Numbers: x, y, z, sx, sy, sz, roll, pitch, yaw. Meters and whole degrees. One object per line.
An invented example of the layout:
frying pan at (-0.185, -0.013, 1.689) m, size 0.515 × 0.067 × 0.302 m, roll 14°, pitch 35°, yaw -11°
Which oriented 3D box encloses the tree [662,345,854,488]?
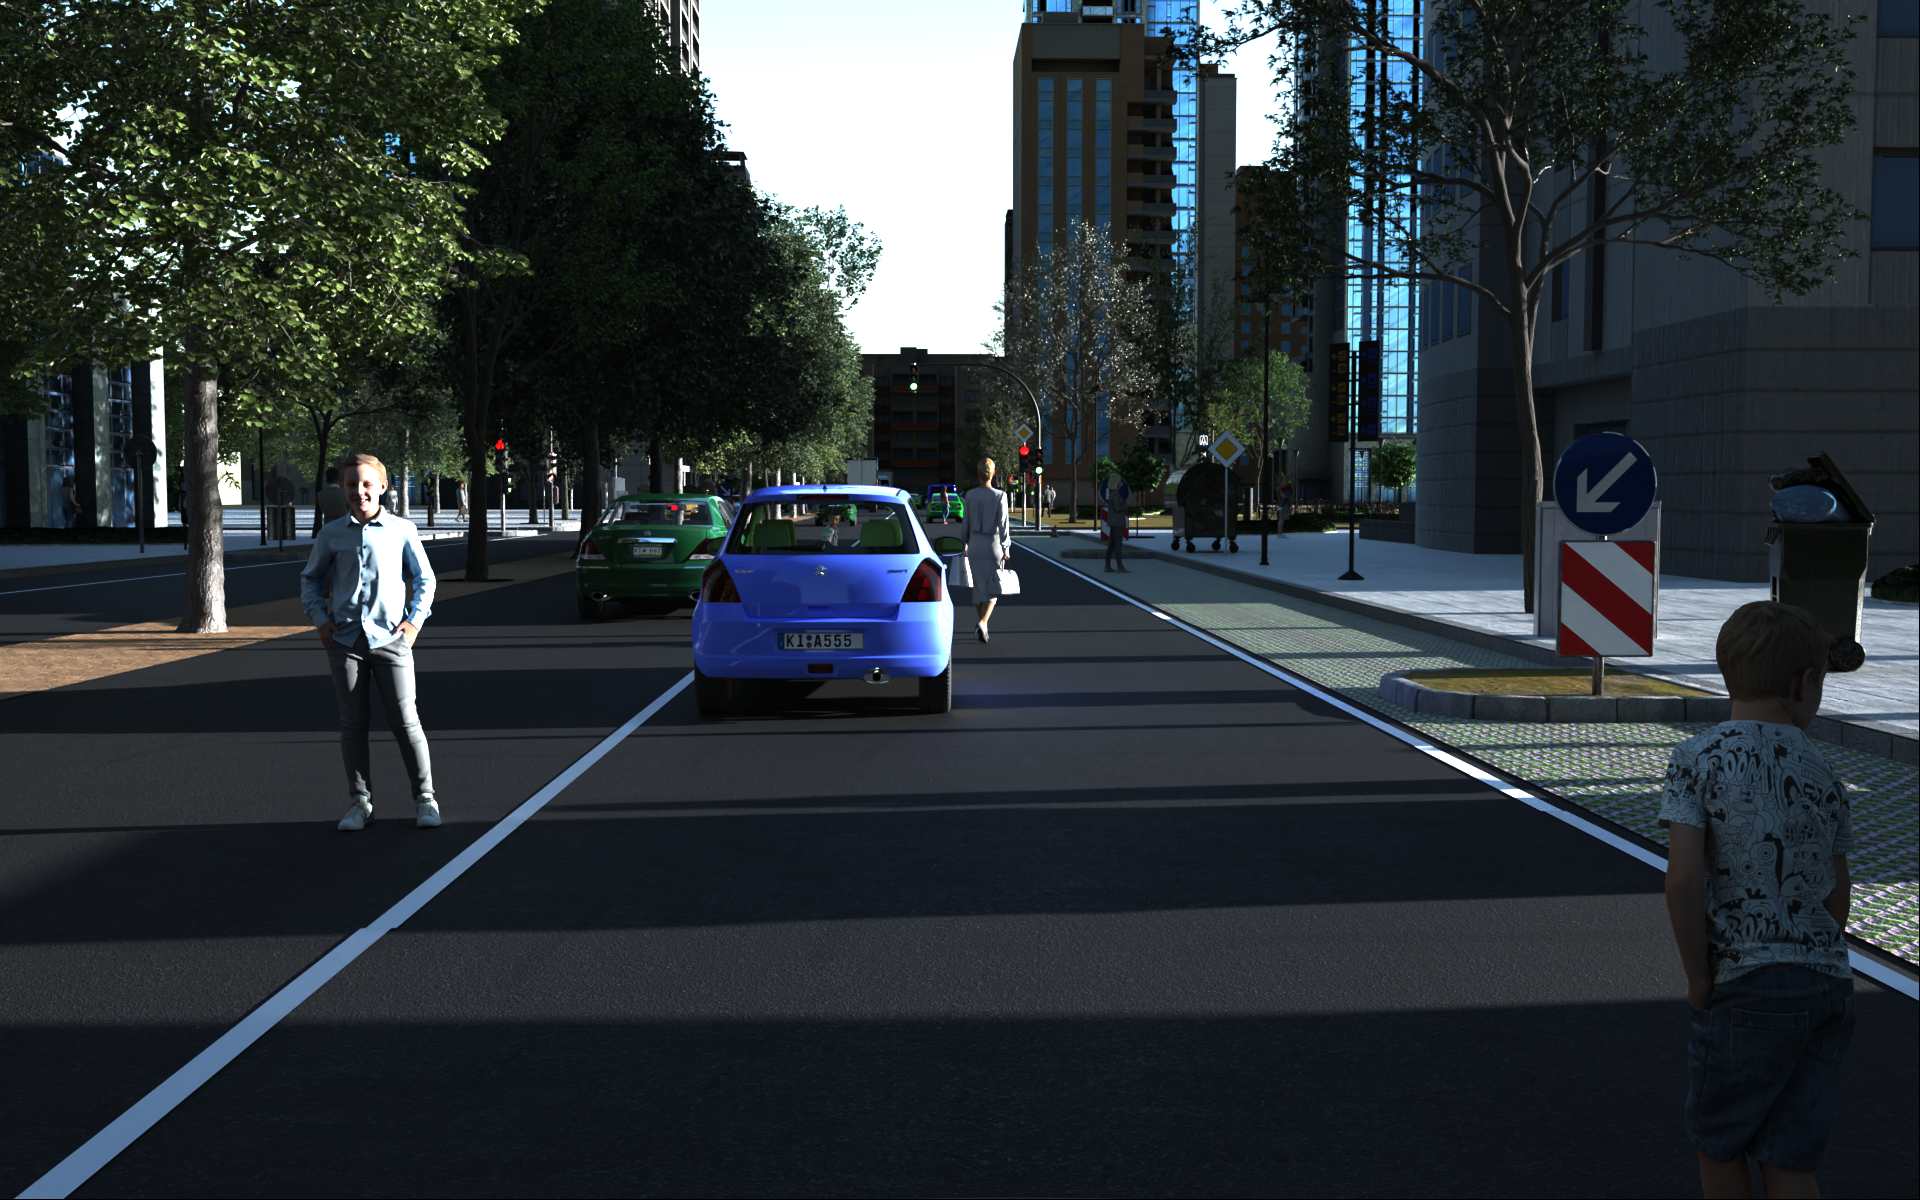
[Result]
tree at (-9.219, -8.950, 83.208) m, size 8.767 × 10.594 × 7.601 m, roll 0°, pitch 4°, yaw -1°

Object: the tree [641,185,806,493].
tree at (-9.261, -8.295, 56.214) m, size 7.486 × 12.596 × 7.792 m, roll 0°, pitch 3°, yaw 0°

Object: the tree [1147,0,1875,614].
tree at (5.993, -5.150, 18.608) m, size 7.601 × 10.594 × 8.767 m, roll 3°, pitch 5°, yaw 39°

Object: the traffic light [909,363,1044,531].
traffic light at (0.614, -5.239, 60.328) m, size 4.771 × 5.953 × 1.251 m, roll 0°, pitch 4°, yaw -1°

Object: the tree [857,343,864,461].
tree at (-9.913, -11.211, 92.417) m, size 9.857 × 13.997 × 8.962 m, roll 0°, pitch 3°, yaw 0°

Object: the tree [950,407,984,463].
tree at (3.395, -12.214, 134.113) m, size 8.767 × 10.594 × 7.601 m, roll 0°, pitch 4°, yaw -1°

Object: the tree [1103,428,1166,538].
tree at (5.274, -3.413, 50.407) m, size 1.663 × 3.219 × 1.824 m, roll 0°, pitch 3°, yaw 0°

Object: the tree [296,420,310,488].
tree at (-43.562, -10.355, 119.667) m, size 4.360 × 8.622 × 3.978 m, roll 0°, pitch 3°, yaw 0°

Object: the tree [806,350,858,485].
tree at (-10.635, -11.911, 115.328) m, size 7.486 × 12.596 × 7.792 m, roll 0°, pitch 3°, yaw 0°

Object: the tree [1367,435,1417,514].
tree at (24.178, -6.895, 96.450) m, size 4.285 × 4.588 × 4.351 m, roll 0°, pitch 3°, yaw 0°

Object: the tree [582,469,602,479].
tree at (-27.033, -10.725, 125.716) m, size 4.737 × 8.622 × 4.395 m, roll 0°, pitch 3°, yaw 0°

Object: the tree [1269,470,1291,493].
tree at (25.868, -8.837, 139.092) m, size 1.663 × 3.219 × 1.824 m, roll 0°, pitch 3°, yaw 0°

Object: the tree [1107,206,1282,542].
tree at (5.808, -5.774, 44.762) m, size 4.360 × 8.622 × 3.978 m, roll 0°, pitch 3°, yaw 0°

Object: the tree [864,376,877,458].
tree at (-10.418, -13.183, 124.647) m, size 9.857 × 13.997 × 8.962 m, roll 0°, pitch 3°, yaw 0°

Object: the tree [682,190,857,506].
tree at (-9.168, -10.051, 73.448) m, size 9.857 × 13.997 × 8.962 m, roll 0°, pitch 3°, yaw 0°

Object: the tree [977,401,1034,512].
tree at (3.616, -10.804, 127.007) m, size 4.360 × 8.622 × 3.978 m, roll 0°, pitch 3°, yaw 0°

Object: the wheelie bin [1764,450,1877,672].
wheelie bin at (6.296, -0.296, 12.743) m, size 0.693 × 1.594 × 0.980 m, roll 1°, pitch 4°, yaw 17°

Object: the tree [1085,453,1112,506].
tree at (11.462, -9.437, 138.008) m, size 4.285 × 4.588 × 4.351 m, roll 0°, pitch 3°, yaw 0°

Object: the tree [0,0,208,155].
tree at (-7.707, -4.496, 10.387) m, size 8.767 × 10.594 × 7.601 m, roll 0°, pitch 4°, yaw -1°

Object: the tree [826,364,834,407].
tree at (-8.386, -7.837, 47.597) m, size 9.611 × 12.733 × 9.660 m, roll 0°, pitch 3°, yaw 0°

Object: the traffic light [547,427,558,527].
traffic light at (-13.960, -5.716, 68.118) m, size 4.771 × 5.953 × 1.251 m, roll 0°, pitch 4°, yaw -1°

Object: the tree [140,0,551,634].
tree at (-7.926, -5.955, 17.952) m, size 7.486 × 12.596 × 7.792 m, roll 0°, pitch 3°, yaw 0°

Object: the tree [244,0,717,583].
tree at (-7.753, -6.087, 27.737) m, size 9.928 × 11.665 × 9.643 m, roll 0°, pitch 3°, yaw 0°

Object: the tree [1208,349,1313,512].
tree at (21.311, -12.069, 123.087) m, size 9.928 × 11.665 × 9.643 m, roll 0°, pitch 3°, yaw 0°

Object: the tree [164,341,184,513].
tree at (-67.090, -14.269, 135.124) m, size 18.604 × 14.587 × 13.155 m, roll 0°, pitch 4°, yaw -5°

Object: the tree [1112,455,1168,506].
tree at (13.974, -8.996, 130.793) m, size 4.285 × 4.588 × 4.351 m, roll 0°, pitch 3°, yaw 0°

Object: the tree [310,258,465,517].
tree at (-30.746, -11.535, 95.245) m, size 9.857 × 13.997 × 8.962 m, roll 0°, pitch 3°, yaw 0°

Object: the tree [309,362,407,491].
tree at (-28.155, -8.091, 82.650) m, size 4.360 × 8.622 × 3.978 m, roll 0°, pitch 3°, yaw 0°

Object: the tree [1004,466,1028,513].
tree at (3.866, -7.568, 118.331) m, size 1.663 × 3.219 × 1.824 m, roll 0°, pitch 3°, yaw 0°

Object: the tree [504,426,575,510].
tree at (-23.444, -8.823, 94.611) m, size 4.360 × 8.622 × 3.978 m, roll 0°, pitch 3°, yaw 0°

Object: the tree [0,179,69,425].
tree at (-21.792, -5.342, 37.699) m, size 4.360 × 8.622 × 3.978 m, roll 0°, pitch 3°, yaw 0°

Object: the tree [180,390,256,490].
tree at (-41.269, -8.938, 96.495) m, size 4.737 × 8.622 × 4.395 m, roll 0°, pitch 3°, yaw 0°

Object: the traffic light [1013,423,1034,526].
traffic light at (2.506, -4.867, 68.503) m, size 0.839 × 4.253 × 0.868 m, roll 0°, pitch 4°, yaw -1°

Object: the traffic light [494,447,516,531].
traffic light at (-15.853, -4.350, 60.049) m, size 0.839 × 4.253 × 0.868 m, roll 0°, pitch 4°, yaw -1°

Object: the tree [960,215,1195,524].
tree at (5.058, -10.098, 75.465) m, size 12.009 × 13.543 × 11.850 m, roll 0°, pitch 3°, yaw 0°

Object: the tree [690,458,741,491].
tree at (-20.476, -11.760, 142.643) m, size 4.737 × 8.622 × 4.395 m, roll 0°, pitch 3°, yaw 0°

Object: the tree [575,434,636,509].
tree at (-22.565, -9.858, 111.535) m, size 4.360 × 8.622 × 3.978 m, roll 0°, pitch 3°, yaw 0°

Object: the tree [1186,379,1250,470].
tree at (16.333, -9.850, 111.413) m, size 4.737 × 8.622 × 4.395 m, roll 0°, pitch 3°, yaw 0°

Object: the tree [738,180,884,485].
tree at (-11.313, -15.063, 104.627) m, size 12.611 × 20.169 × 13.585 m, roll 0°, pitch 3°, yaw 0°

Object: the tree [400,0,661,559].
tree at (-8.117, -7.244, 37.907) m, size 9.611 × 12.733 × 9.660 m, roll 0°, pitch 3°, yaw 0°
